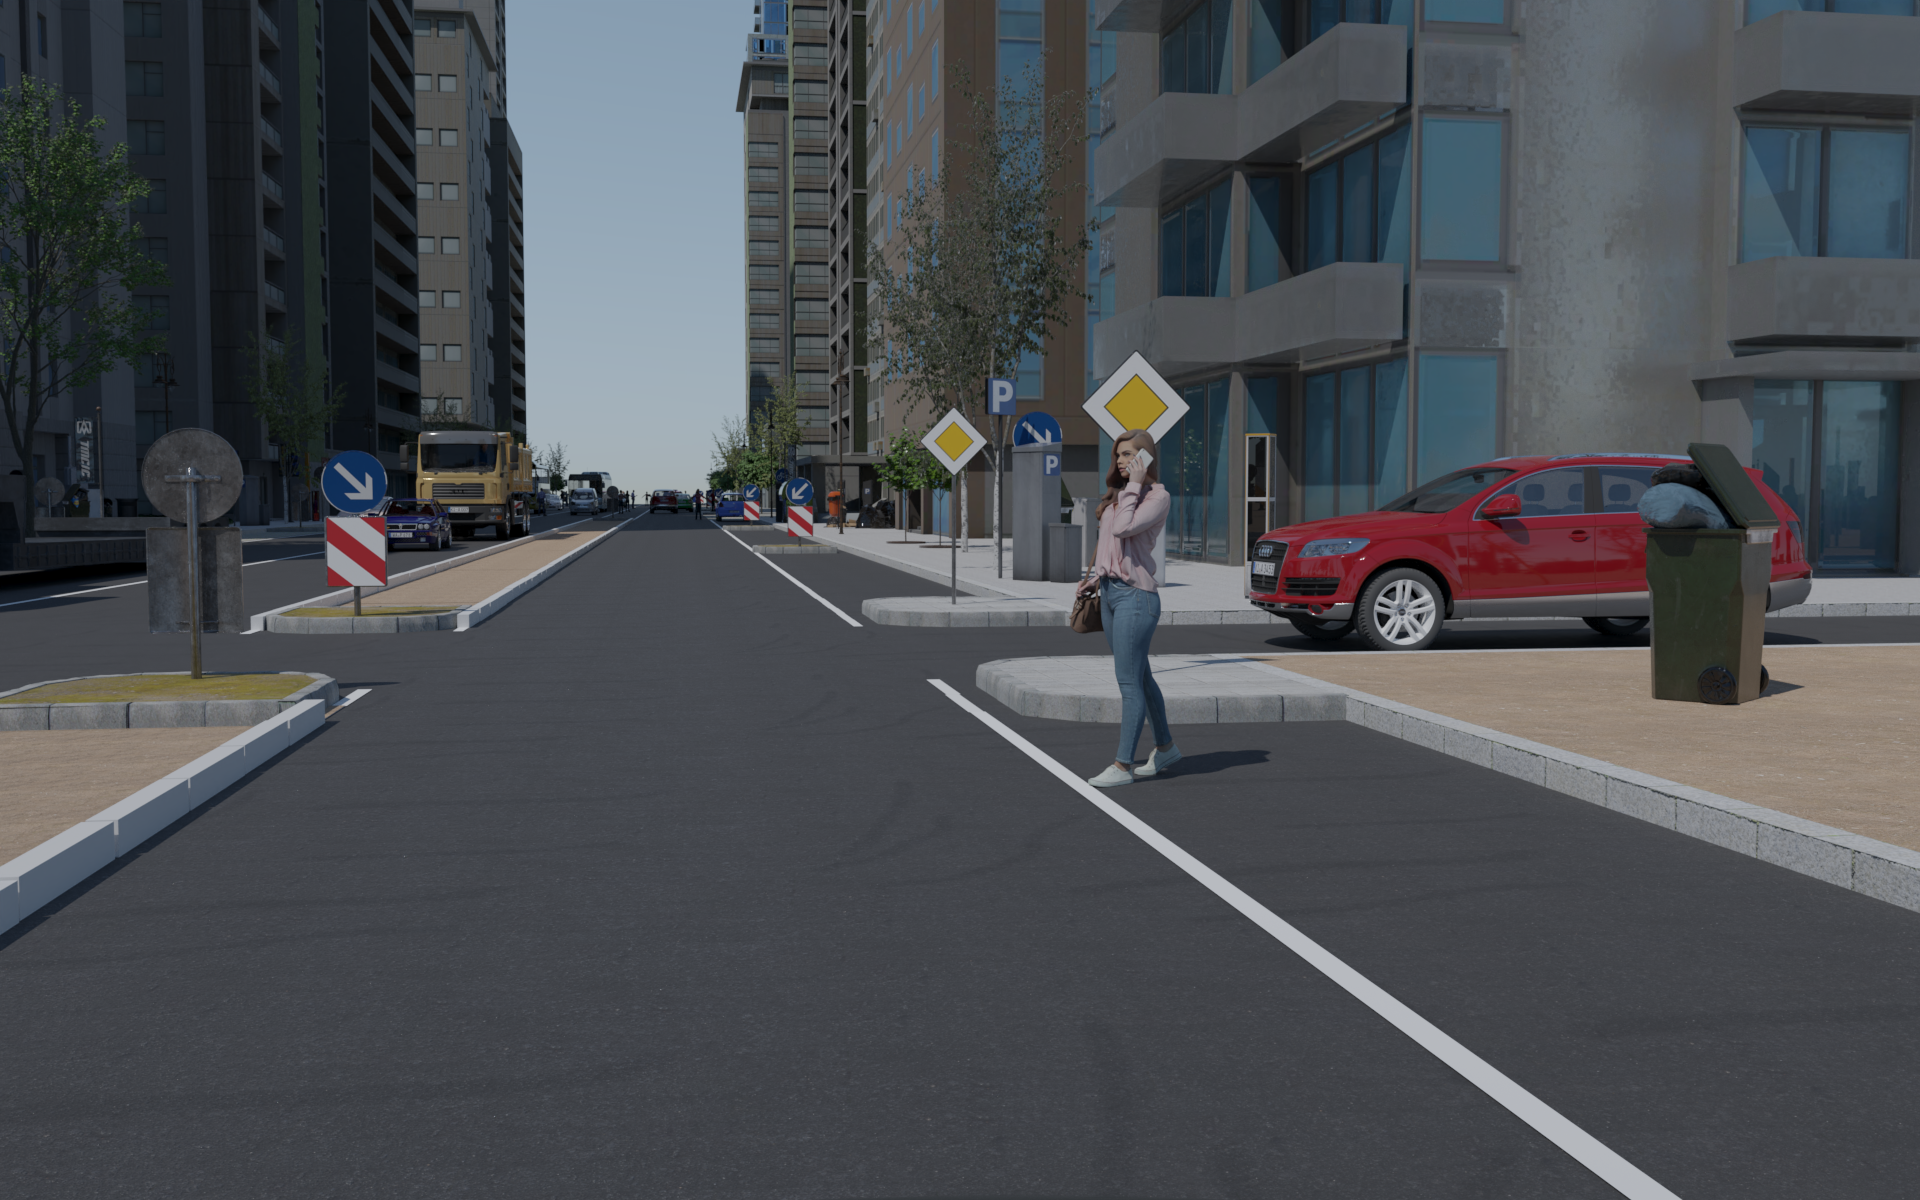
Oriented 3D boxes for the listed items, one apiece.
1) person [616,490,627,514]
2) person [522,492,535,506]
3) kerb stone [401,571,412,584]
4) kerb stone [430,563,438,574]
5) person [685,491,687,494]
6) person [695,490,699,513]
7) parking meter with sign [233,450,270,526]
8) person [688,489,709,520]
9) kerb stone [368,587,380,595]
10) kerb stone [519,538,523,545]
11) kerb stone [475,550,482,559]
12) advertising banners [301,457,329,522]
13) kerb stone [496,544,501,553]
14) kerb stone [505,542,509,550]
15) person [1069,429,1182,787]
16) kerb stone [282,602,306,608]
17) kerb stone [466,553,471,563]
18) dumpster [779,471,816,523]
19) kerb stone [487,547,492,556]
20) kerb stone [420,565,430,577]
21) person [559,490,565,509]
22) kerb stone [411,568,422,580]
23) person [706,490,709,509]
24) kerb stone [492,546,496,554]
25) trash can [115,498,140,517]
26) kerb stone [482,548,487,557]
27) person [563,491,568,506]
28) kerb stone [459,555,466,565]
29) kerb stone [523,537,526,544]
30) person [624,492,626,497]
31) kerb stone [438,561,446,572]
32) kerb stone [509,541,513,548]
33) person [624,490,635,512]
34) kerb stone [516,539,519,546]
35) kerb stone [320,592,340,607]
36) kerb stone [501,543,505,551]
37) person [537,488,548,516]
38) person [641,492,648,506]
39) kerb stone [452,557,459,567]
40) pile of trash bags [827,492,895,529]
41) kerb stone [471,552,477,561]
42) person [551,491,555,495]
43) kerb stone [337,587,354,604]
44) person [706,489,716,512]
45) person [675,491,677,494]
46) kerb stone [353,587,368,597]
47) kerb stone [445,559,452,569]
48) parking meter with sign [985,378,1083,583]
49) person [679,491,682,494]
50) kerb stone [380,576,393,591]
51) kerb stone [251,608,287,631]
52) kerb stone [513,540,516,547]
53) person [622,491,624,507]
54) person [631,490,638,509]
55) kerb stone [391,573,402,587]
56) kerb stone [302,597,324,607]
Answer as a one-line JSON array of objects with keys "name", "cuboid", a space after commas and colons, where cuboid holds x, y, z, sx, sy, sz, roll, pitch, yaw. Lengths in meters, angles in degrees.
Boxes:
[{"name": "person", "cuboid": [-24.616, -7.110, 125.464, 0.721, 1.736, 1.217, 3, 5, 42]}, {"name": "person", "cuboid": [-23.522, -5.193, 94.198, 0.721, 1.735, 1.217, 1, 4, 19]}, {"name": "kerb stone", "cuboid": [-8.955, -0.339, 27.740, 0.120, 0.150, 1.000, -1, 4, -9]}, {"name": "kerb stone", "cuboid": [-9.457, -0.525, 30.774, 0.120, 0.150, 1.000, -1, 4, -9]}, {"name": "person", "cuboid": [-25.523, -9.321, 161.426, 1.217, 1.766, 0.721, 1, 4, 21]}, {"name": "person", "cuboid": [-20.240, -7.612, 133.751, 0.445, 1.727, 0.742, 0, 4, -7]}, {"name": "parking meter with sign", "cuboid": [-28.607, -4.493, 69.727, 0.543, 3.016, 1.738, 1, 4, 22]}, {"name": "person", "cuboid": [-14.708, -5.392, 97.377, 1.217, 1.743, 0.721, -1, 4, -9]}, {"name": "kerb stone", "cuboid": [-8.457, -0.154, 24.707, 0.120, 0.150, 1.000, -1, 4, -9]}, {"name": "kerb stone", "cuboid": [-12.289, -1.576, 47.959, 0.120, 0.150, 1.000, -1, 4, -9]}, {"name": "kerb stone", "cuboid": [-10.620, -0.954, 37.857, 0.120, 0.150, 1.000, -1, 4, -9]}, {"name": "advertising banners", "cuboid": [-30.287, -5.206, 81.303, 0.090, 3.025, 2.074, 1, 4, 19]}, {"name": "kerb stone", "cuboid": [-11.288, -1.205, 41.902, 0.120, 0.150, 1.000, -1, 4, -9]}, {"name": "kerb stone", "cuboid": [-11.620, -1.329, 43.922, 0.120, 0.150, 1.000, -1, 4, -9]}, {"name": "person", "cuboid": [0.889, 0.028, 8.628, 0.643, 1.750, 0.593, -1, 4, -22]}, {"name": "kerb stone", "cuboid": [-7.621, 0.156, 19.649, 0.120, 0.150, 1.000, -1, 4, -9]}, {"name": "kerb stone", "cuboid": [-10.284, -0.832, 35.834, 0.120, 0.150, 1.000, -1, 4, -9]}, {"name": "dumpster", "cuboid": [-7.085, -4.470, 75.570, 1.502, 2.255, 1.985, -1, 4, -9]}, {"name": "kerb stone", "cuboid": [-10.957, -1.082, 39.878, 0.120, 0.150, 1.000, -1, 4, -9]}, {"name": "kerb stone", "cuboid": [-9.287, -0.463, 29.763, 0.120, 0.150, 1.000, -1, 4, -9]}, {"name": "person", "cuboid": [-38.108, -9.612, 165.676, 0.705, 1.822, 1.348, 1, 4, 21]}, {"name": "kerb stone", "cuboid": [-9.117, -0.398, 28.756, 0.120, 0.150, 1.000, -1, 4, -9]}, {"name": "person", "cuboid": [-24.615, -9.803, 168.796, 0.705, 1.823, 1.348, -1, 4, -9]}, {"name": "kerb stone", "cuboid": [-11.119, -1.144, 40.893, 0.120, 0.150, 1.000, -1, 4, -9]}, {"name": "trash can", "cuboid": [-27.553, -2.794, 57.328, 0.748, 1.137, 0.748, 0, 3, 0]}, {"name": "kerb stone", "cuboid": [-10.791, -1.020, 38.870, 0.120, 0.150, 1.000, -1, 4, -9]}, {"name": "person", "cuboid": [-46.660, -12.036, 205.367, 0.705, 1.814, 1.350, 2, 4, 34]}, {"name": "kerb stone", "cuboid": [-10.116, -0.772, 34.826, 0.120, 0.150, 1.000, -1, 4, -9]}, {"name": "kerb stone", "cuboid": [-12.457, -1.637, 48.967, 0.120, 0.150, 1.000, -1, 4, -9]}, {"name": "person", "cuboid": [-45.938, -13.932, 237.213, 0.530, 1.710, 0.541, 0, 4, -2]}, {"name": "kerb stone", "cuboid": [-9.609, -0.586, 31.785, 0.120, 0.150, 1.000, -1, 4, -9]}, {"name": "kerb stone", "cuboid": [-11.782, -1.390, 44.931, 0.120, 0.150, 1.000, -1, 4, -9]}, {"name": "person", "cuboid": [-26.883, -8.012, 140.213, 1.217, 1.735, 0.721, 1, 4, 15]}, {"name": "kerb stone", "cuboid": [-12.120, -1.513, 46.951, 0.120, 0.150, 1.000, -1, 4, -9]}, {"name": "kerb stone", "cuboid": [-7.953, 0.032, 21.671, 0.120, 0.150, 1.000, -1, 4, -9]}, {"name": "kerb stone", "cuboid": [-11.454, -1.267, 42.910, 0.120, 0.150, 1.000, -1, 4, -9]}, {"name": "person", "cuboid": [-27.190, -6.384, 112.747, 0.709, 1.838, 0.599, 0, 4, 3]}, {"name": "person", "cuboid": [-36.611, -11.813, 202.356, 1.217, 1.736, 0.721, -2, 4, -25]}, {"name": "kerb stone", "cuboid": [-9.949, -0.711, 33.814, 0.120, 0.150, 1.000, -1, 4, -9]}, {"name": "pile of trash bags", "cuboid": [-3.292, -3.335, 64.273, 3.447, 1.369, 1.912, -2, 4, -26]}, {"name": "kerb stone", "cuboid": [-10.456, -0.893, 36.841, 0.120, 0.150, 1.000, -1, 4, -9]}, {"name": "person", "cuboid": [-48.434, -12.069, 205.928, 0.705, 1.812, 1.348, 3, 4, 37]}, {"name": "kerb stone", "cuboid": [-8.120, -0.029, 22.680, 0.120, 0.150, 1.000, -1, 4, -9]}, {"name": "person", "cuboid": [-19.706, -7.945, 138.335, 1.348, 1.831, 0.705, 2, 4, 33]}, {"name": "person", "cuboid": [-27.415, -9.661, 167.011, 0.990, 1.755, 0.434, 1, 4, 10]}, {"name": "kerb stone", "cuboid": [-8.286, -0.092, 23.692, 0.120, 0.150, 1.000, -1, 4, -9]}, {"name": "kerb stone", "cuboid": [-9.793, -0.643, 32.801, 0.120, 0.150, 1.000, -1, 4, -9]}, {"name": "parking meter with sign", "cuboid": [1.124, -1.793, 25.577, 0.543, 3.016, 1.738, -3, 4, -38]}, {"name": "person", "cuboid": [-28.784, -10.377, 178.950, 0.721, 1.735, 1.217, 0, 4, 6]}, {"name": "kerb stone", "cuboid": [-8.611, -0.216, 25.725, 0.120, 0.150, 1.000, -1, 4, -9]}, {"name": "kerb stone", "cuboid": [-7.449, 0.219, 18.642, 0.120, 0.150, 1.000, -1, 4, -9]}, {"name": "kerb stone", "cuboid": [-11.952, -1.452, 45.942, 0.120, 0.150, 1.000, -1, 4, -9]}, {"name": "person", "cuboid": [-37.041, -11.116, 190.797, 0.434, 1.755, 0.990, 0, 4, -5]}, {"name": "person", "cuboid": [-31.795, -9.834, 169.156, 0.599, 1.838, 0.709, -2, 4, -35]}, {"name": "kerb stone", "cuboid": [-8.786, -0.275, 26.732, 0.120, 0.150, 1.000, -1, 4, -9]}, {"name": "kerb stone", "cuboid": [-7.786, 0.094, 20.663, 0.120, 0.150, 1.000, -1, 4, -9]}]
